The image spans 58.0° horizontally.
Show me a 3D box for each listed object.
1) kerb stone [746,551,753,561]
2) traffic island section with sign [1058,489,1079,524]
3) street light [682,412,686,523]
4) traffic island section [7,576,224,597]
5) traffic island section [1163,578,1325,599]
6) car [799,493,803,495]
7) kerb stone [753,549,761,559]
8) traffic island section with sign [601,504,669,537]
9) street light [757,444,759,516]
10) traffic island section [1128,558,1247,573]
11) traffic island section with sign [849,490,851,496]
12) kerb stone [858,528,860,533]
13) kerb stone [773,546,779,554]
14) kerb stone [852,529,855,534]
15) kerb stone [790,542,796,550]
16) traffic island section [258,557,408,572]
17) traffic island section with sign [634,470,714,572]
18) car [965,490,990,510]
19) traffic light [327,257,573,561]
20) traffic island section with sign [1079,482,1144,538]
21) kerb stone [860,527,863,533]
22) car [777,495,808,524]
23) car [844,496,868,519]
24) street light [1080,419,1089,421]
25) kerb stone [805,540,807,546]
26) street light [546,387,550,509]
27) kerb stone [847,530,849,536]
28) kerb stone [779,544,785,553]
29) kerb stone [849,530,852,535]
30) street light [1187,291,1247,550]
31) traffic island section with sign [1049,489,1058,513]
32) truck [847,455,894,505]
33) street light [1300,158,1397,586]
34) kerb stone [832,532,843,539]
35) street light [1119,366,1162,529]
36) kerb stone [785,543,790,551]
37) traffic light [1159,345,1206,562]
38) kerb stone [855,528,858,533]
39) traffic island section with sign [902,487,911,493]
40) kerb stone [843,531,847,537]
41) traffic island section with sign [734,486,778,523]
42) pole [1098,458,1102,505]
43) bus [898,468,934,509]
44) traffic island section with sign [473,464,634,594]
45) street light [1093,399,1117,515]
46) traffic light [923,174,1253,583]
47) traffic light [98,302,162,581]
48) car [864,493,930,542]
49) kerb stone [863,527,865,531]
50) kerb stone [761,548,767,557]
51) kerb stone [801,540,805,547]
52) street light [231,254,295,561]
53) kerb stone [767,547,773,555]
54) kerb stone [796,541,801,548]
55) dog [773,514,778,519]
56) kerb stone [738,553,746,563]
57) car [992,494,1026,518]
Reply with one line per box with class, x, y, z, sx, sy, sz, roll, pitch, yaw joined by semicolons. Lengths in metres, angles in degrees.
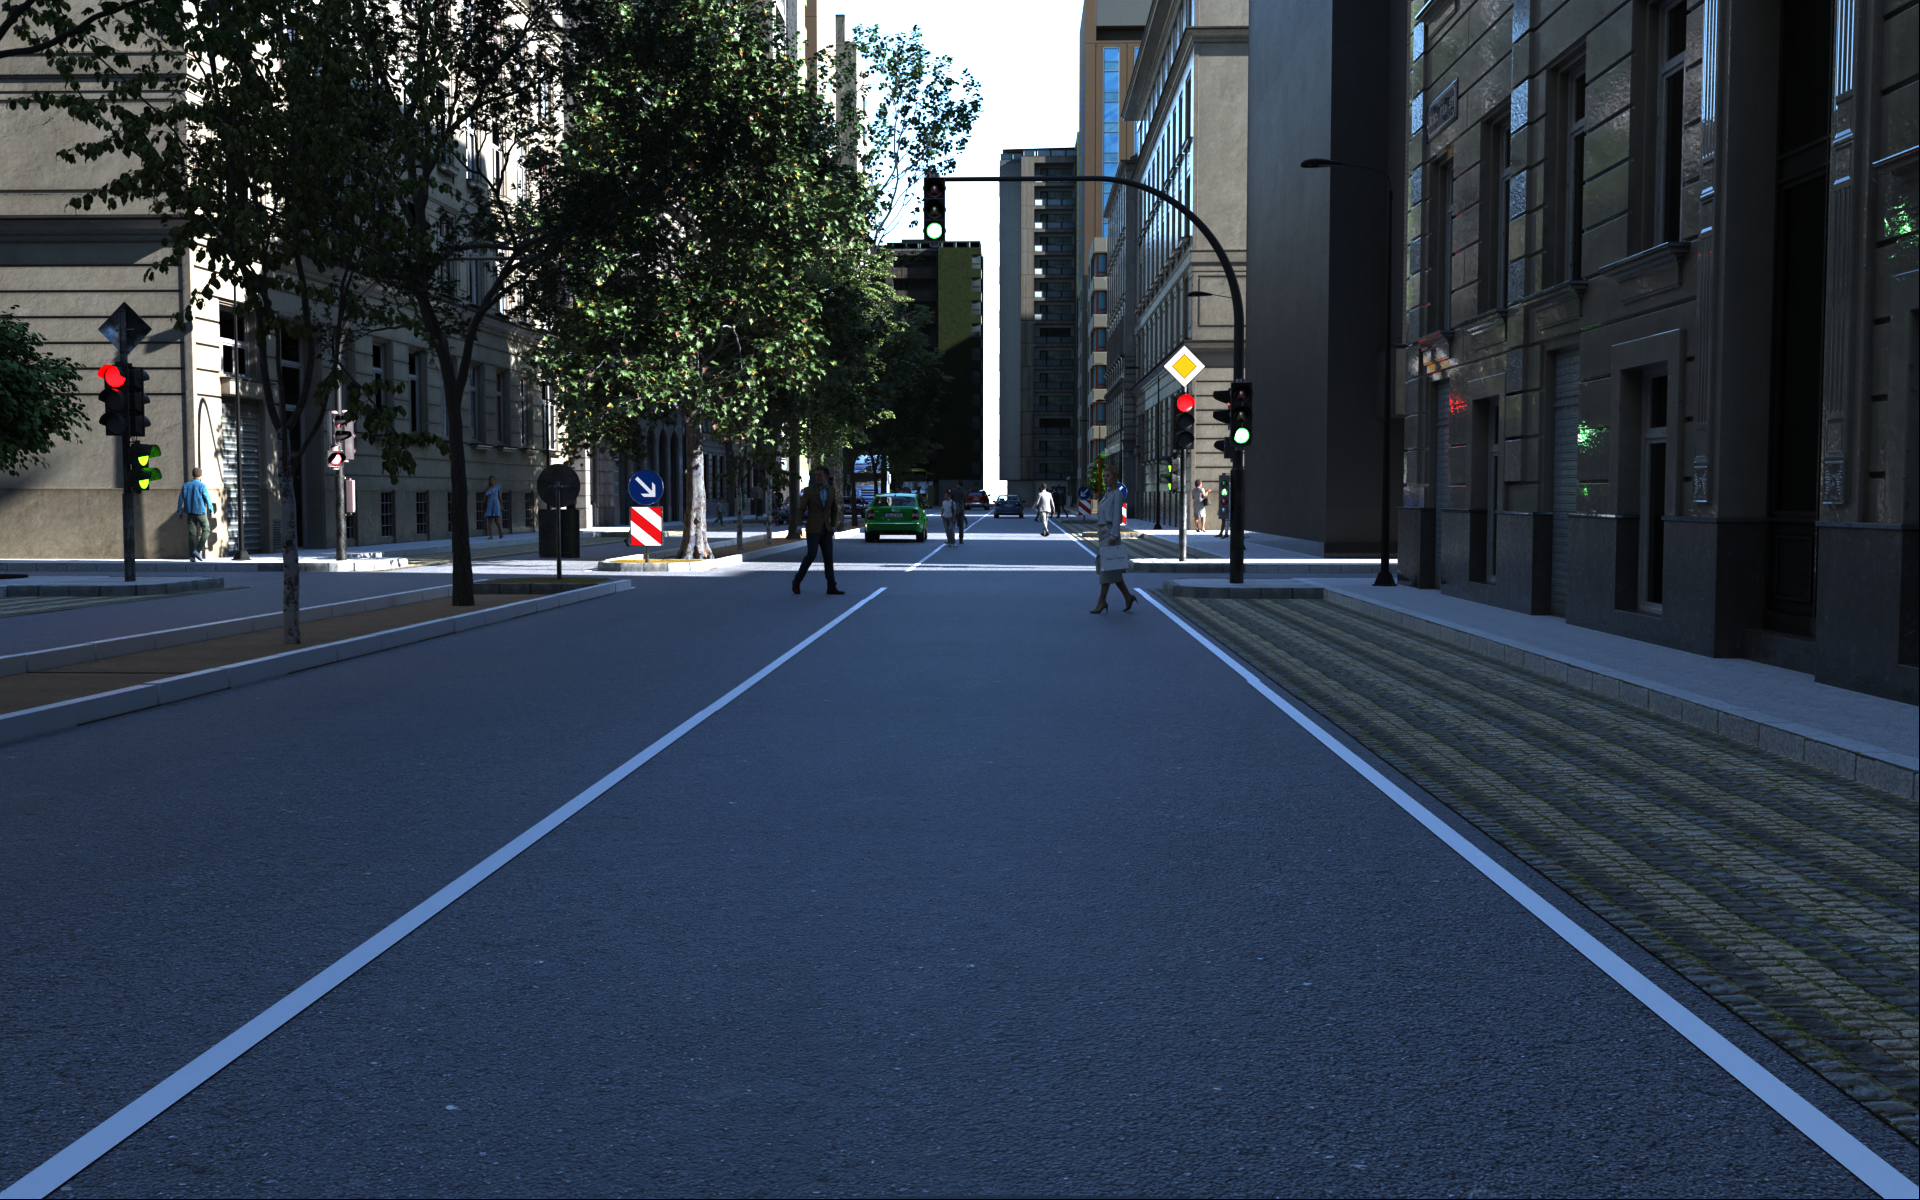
kerb stone;-4.655;-0.926;37.375;0.120;0.150;1.000;0;4;2
traffic island section with sign;5.933;-4.639;84.480;1.989;1.847;2.006;0;4;2
street light;-11.786;-6.431;77.694;1.470;5.913;1.316;0;4;2
traffic island section;-12.233;-0.197;25.500;2.009;0.180;2.903;0;4;2
traffic island section;3.999;-0.165;24.972;2.009;0.180;2.903;0;4;2
car;-9.519;-5.870;105.568;1.945;1.707;3.694;0;4;3
kerb stone;-4.611;-0.991;38.406;0.120;0.150;1.000;0;4;2
traffic island section with sign;-10.851;-3.023;58.061;1.989;1.847;2.006;0;4;2
street light;-11.240;-7.859;101.034;1.470;5.913;1.316;0;4;2
traffic island section;4.258;-0.653;32.953;2.009;0.180;2.903;0;4;2
traffic island section with sign;-8.340;-7.768;135.642;1.989;1.847;2.006;0;4;2
kerb stone;-3.821;-2.495;62.992;0.120;0.150;1.000;0;4;2
kerb stone;-4.520;-1.179;41.471;0.120;0.150;1.000;0;4;2
kerb stone;-3.895;-2.369;60.937;0.120;0.150;1.000;0;4;2
kerb stone;-4.417;-1.367;44.550;0.120;0.150;1.000;0;4;2
traffic island section;-11.975;-0.685;33.481;2.009;0.180;2.903;0;4;2
traffic island section with sign;-5.829;-1.517;32.939;2.006;1.907;1.989;0;4;2
car;1.570;-8.999;155.814;2.281;1.827;5.304;0;4;4
traffic light;-9.842;-3.587;33.313;4.771;5.953;1.251;0;4;2
traffic island section with sign;5.065;-2.991;57.538;1.989;1.847;2.006;0;4;2
kerb stone;-3.784;-2.554;64.017;0.120;0.150;1.000;0;4;2
car;-7.654;-4.360;83.283;2.014;1.417;4.499;0;4;3
car;-6.385;-5.513;102.724;1.945;1.354;3.894;0;3;0
street light;8.152;-8.279;107.899;1.470;5.913;1.316;0;4;2
kerb stone;-4.322;-1.555;47.626;0.120;0.150;1.000;0;4;2
street light;-12.681;-5.073;55.491;1.470;5.913;1.316;0;4;2
kerb stone;-3.953;-2.241;58.878;0.120;0.150;1.000;0;4;2
kerb stone;-4.484;-1.241;42.493;0.120;0.150;1.000;0;4;2
kerb stone;-3.915;-2.302;59.908;0.120;0.150;1.000;0;4;2
street light;5.896;-4.113;39.796;1.470;5.913;1.316;0;4;2
traffic island section with sign;7.571;-7.725;134.927;1.989;1.847;2.006;0;4;2
truck;-5.878;-8.296;125.399;2.967;4.110;18.799;0;4;2
street light;5.409;-3.154;24.107;1.470;5.913;1.316;0;4;2
kerb stone;-4.020;-2.119;56.833;0.120;0.150;1.000;0;4;2
street light;6.650;-5.524;62.857;1.470;5.913;1.316;0;4;2
kerb stone;-4.449;-1.301;43.522;0.120;0.150;1.000;0;4;2
traffic light;4.218;-2.686;32.840;0.839;4.253;0.868;0;4;2
kerb stone;-3.854;-2.432;61.966;0.120;0.150;1.000;0;4;2
traffic island section with sign;-3.408;-6.110;108.038;2.006;1.907;1.989;0;4;2
kerb stone;-3.984;-2.179;57.855;0.120;0.150;1.000;0;4;2
traffic island section with sign;-9.979;-4.671;85.002;1.989;1.847;2.006;0;4;2
pole;7.922;-6.371;98.002;0.158;3.312;0.155;0;3;0
bus;-4.126;-10.844;168.839;2.896;3.916;12.252;0;4;3
traffic island section with sign;-6.078;-1.064;25.536;2.006;1.907;1.989;0;4;2
street light;7.363;-6.882;85.065;1.470;5.913;1.316;0;4;2
traffic light;1.866;-3.065;24.785;4.771;5.953;1.251;0;4;2
traffic light;-12.194;-2.229;25.364;0.839;4.253;0.868;0;4;2
car;-1.921;-2.700;52.935;1.959;1.807;4.718;0;4;1
kerb stone;-3.751;-2.621;65.043;0.120;0.150;1.000;0;4;2
kerb stone;-4.585;-1.054;39.428;0.120;0.150;1.000;0;4;2
kerb stone;-4.358;-1.492;46.597;0.120;0.150;1.000;0;4;2
street light;-13.349;-3.715;33.282;1.470;5.913;1.316;0;4;2
kerb stone;-4.555;-1.116;40.450;0.120;0.150;1.000;0;4;2
kerb stone;-4.384;-1.425;45.572;0.120;0.150;1.000;0;4;2
dog;-9.318;-4.212;88.156;0.540;0.507;0.406;-2;4;-32
kerb stone;-4.675;-0.864;36.342;0.120;0.150;1.000;0;4;2
car;2.936;-5.624;103.949;2.014;1.417;4.499;0;4;3
